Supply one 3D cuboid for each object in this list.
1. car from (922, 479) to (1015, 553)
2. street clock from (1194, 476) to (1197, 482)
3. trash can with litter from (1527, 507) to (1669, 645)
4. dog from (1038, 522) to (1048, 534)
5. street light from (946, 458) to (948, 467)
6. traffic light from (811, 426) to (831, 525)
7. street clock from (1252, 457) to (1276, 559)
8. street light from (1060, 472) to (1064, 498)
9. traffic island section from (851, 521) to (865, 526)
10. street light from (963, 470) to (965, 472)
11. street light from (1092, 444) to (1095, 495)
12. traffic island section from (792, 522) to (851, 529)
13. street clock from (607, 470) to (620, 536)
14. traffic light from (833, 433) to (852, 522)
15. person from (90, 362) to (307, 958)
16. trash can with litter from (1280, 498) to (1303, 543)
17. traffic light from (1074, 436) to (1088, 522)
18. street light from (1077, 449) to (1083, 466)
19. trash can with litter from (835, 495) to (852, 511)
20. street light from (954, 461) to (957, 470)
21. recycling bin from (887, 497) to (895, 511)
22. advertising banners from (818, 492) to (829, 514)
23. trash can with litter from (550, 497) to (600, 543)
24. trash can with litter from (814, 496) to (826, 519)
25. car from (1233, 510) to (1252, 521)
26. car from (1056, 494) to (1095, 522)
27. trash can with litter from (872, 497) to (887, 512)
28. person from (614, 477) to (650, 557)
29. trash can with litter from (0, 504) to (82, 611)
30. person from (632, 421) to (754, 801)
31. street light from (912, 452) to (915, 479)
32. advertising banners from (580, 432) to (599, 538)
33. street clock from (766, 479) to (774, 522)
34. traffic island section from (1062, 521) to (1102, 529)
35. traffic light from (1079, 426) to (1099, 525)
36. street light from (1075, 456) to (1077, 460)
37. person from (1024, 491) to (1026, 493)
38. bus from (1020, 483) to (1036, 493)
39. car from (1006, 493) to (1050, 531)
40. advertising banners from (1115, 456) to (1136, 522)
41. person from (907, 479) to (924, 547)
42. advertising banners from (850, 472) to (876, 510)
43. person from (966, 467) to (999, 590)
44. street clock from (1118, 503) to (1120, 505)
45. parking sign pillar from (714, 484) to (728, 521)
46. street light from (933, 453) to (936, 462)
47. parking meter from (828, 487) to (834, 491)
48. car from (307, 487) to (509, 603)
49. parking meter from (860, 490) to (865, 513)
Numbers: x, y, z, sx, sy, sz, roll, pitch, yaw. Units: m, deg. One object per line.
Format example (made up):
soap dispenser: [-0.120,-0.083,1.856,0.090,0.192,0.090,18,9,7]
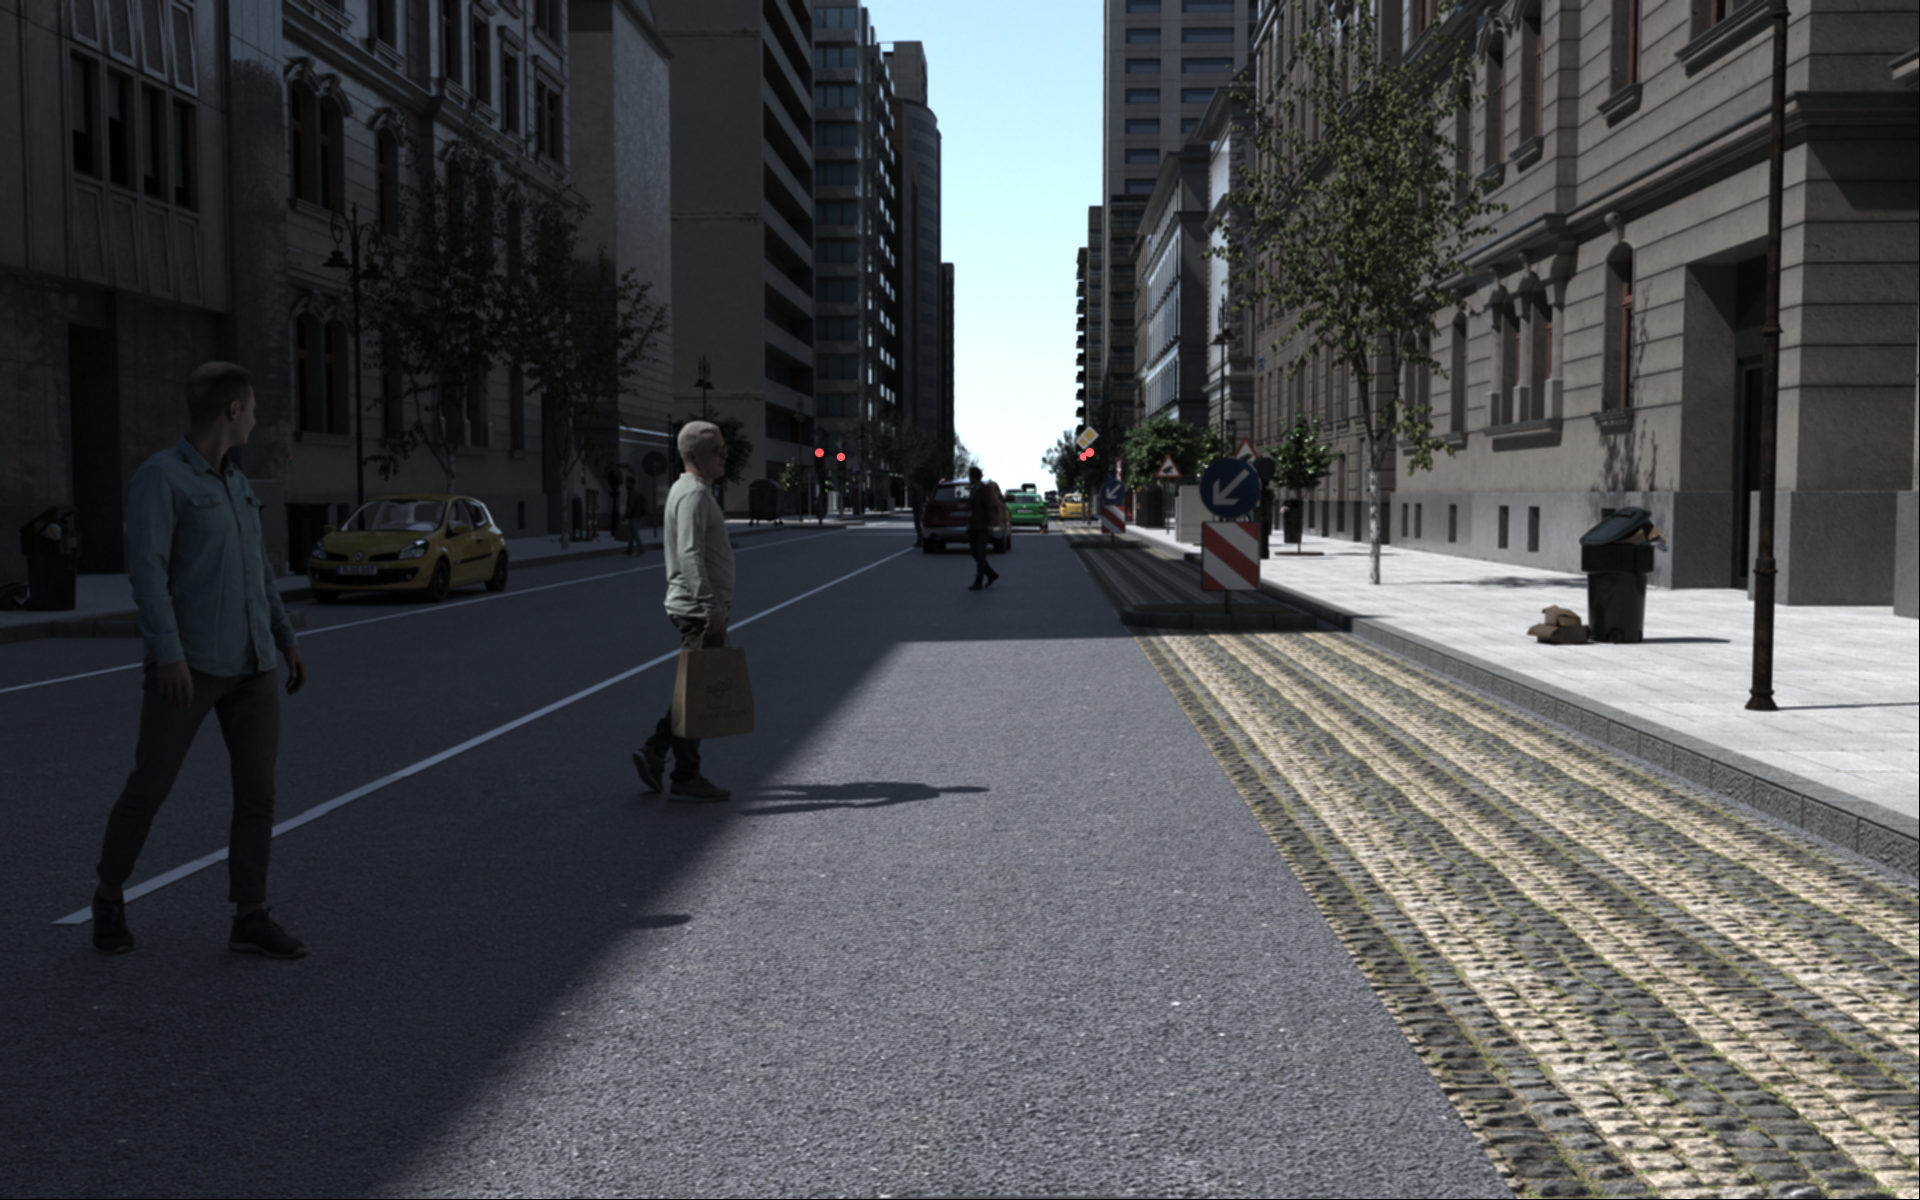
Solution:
car: [0.216,-2.133,43.545,2.281,1.827,5.304,0,4,4]
street clock: [7.824,-3.143,55.962,0.471,2.002,0.358,-2,4,-26]
trash can with litter: [5.477,-0.214,14.885,1.055,1.170,0.624,-1,4,-18]
dog: [2.967,-2.596,62.643,0.550,0.427,0.748,3,4,39]
street light: [-1.641,-14.990,217.868,0.468,5.910,1.993,0,4,2]
traffic light: [-5.755,-5.057,71.598,0.839,4.253,0.868,0,4,2]
street clock: [5.963,-1.805,34.083,0.471,2.002,0.358,-3,4,-37]
street light: [16.359,-18.945,282.537,0.468,5.910,1.993,0,4,2]
traffic island section: [-5.456,-3.513,79.712,2.009,0.180,2.903,0,4,2]
street light: [0.651,-18.142,269.409,0.468,5.910,1.993,0,4,2]
street light: [9.625,-9.231,123.716,0.468,5.910,1.993,0,4,2]
traffic island section: [-5.795,-3.025,71.734,2.009,0.180,2.903,0,4,2]
street clock: [-10.496,-2.941,52.657,0.358,2.002,0.471,-3,5,-40]
traffic light: [-5.416,-5.545,79.575,0.839,4.253,0.868,0,4,2]
person: [-2.382,0.179,5.433,0.748,1.841,0.638,2,4,28]
trash can with litter: [8.611,-2.066,45.173,0.624,1.170,1.055,0,4,5]
traffic light: [5.636,-5.517,79.123,0.839,4.253,0.868,0,4,2]
street light: [10.850,-11.069,153.765,0.468,5.910,1.993,0,4,2]
trash can with litter: [-8.922,-7.179,128.432,2.233,1.210,1.678,-1,4,-15]
street light: [-0.711,-16.311,239.466,0.468,5.910,1.993,0,4,2]
recycling bin: [-5.350,-7.267,131.364,0.722,1.027,0.722,1,4,9]
advertising banners: [-9.455,-7.046,111.391,2.074,3.025,0.090,-1,4,-17]
trash can with litter: [-10.542,-2.175,46.613,1.678,1.210,2.233,1,4,8]
trash can with litter: [-7.193,-4.731,88.734,0.624,1.170,1.055,0,4,-6]
car: [13.495,-3.791,73.984,4.499,1.417,2.014,0,4,4]
car: [6.004,-4.865,89.766,2.015,1.641,3.980,0,4,2]
trash can with litter: [-5.628,-6.764,121.986,1.055,1.170,0.624,-2,4,-24]
person: [-7.451,-1.885,39.297,0.713,1.824,0.794,1,4,18]
trash can with litter: [-10.257,-0.470,19.072,1.055,1.170,0.624,0,4,6]
person: [-1.242,0.062,7.980,0.515,1.767,0.782,-1,4,-14]
street light: [-4.194,-11.230,156.394,0.468,5.910,1.993,0,4,2]
advertising banners: [-10.604,-3.262,49.518,0.090,3.025,2.074,0,4,1]
street clock: [-8.871,-4.661,80.782,0.358,2.002,0.471,-3,5,-44]
traffic island section: [5.675,-3.483,79.236,2.009,0.180,2.903,0,4,2]
traffic light: [5.297,-5.029,71.145,0.839,4.253,0.868,0,4,2]
street light: [11.456,-12.035,169.558,0.468,5.910,1.993,0,4,2]
person: [6.554,-10.011,173.125,0.756,1.711,0.436,-1,4,-9]
bus: [11.848,-18.885,303.621,2.948,3.499,13.247,0,4,0]
car: [2.452,-3.508,66.159,1.959,1.807,4.718,0,4,2]
advertising banners: [7.832,-5.123,79.941,0.090,3.025,2.074,-3,4,-37]
person: [-1.212,-2.368,47.016,0.447,1.846,0.655,0,4,1]
advertising banners: [-7.837,-8.778,139.704,2.074,3.025,0.090,0,4,7]
person: [0.305,-1.087,26.188,0.656,1.842,0.836,2,4,34]
street clock: [12.601,-8.122,137.364,0.471,2.002,0.358,-3,5,-42]
parking sign pillar: [-11.909,-5.808,83.436,1.447,3.967,1.447,2,4,26]
street light: [-2.824,-13.139,187.617,0.468,5.910,1.993,0,4,2]
parking meter: [-9.684,-7.617,130.252,0.255,1.863,0.399,2,4,34]
car: [-7.635,-0.851,24.130,2.015,1.641,3.980,0,4,3]
parking meter: [-6.578,-6.609,116.467,0.372,1.533,0.369,0,3,0]
